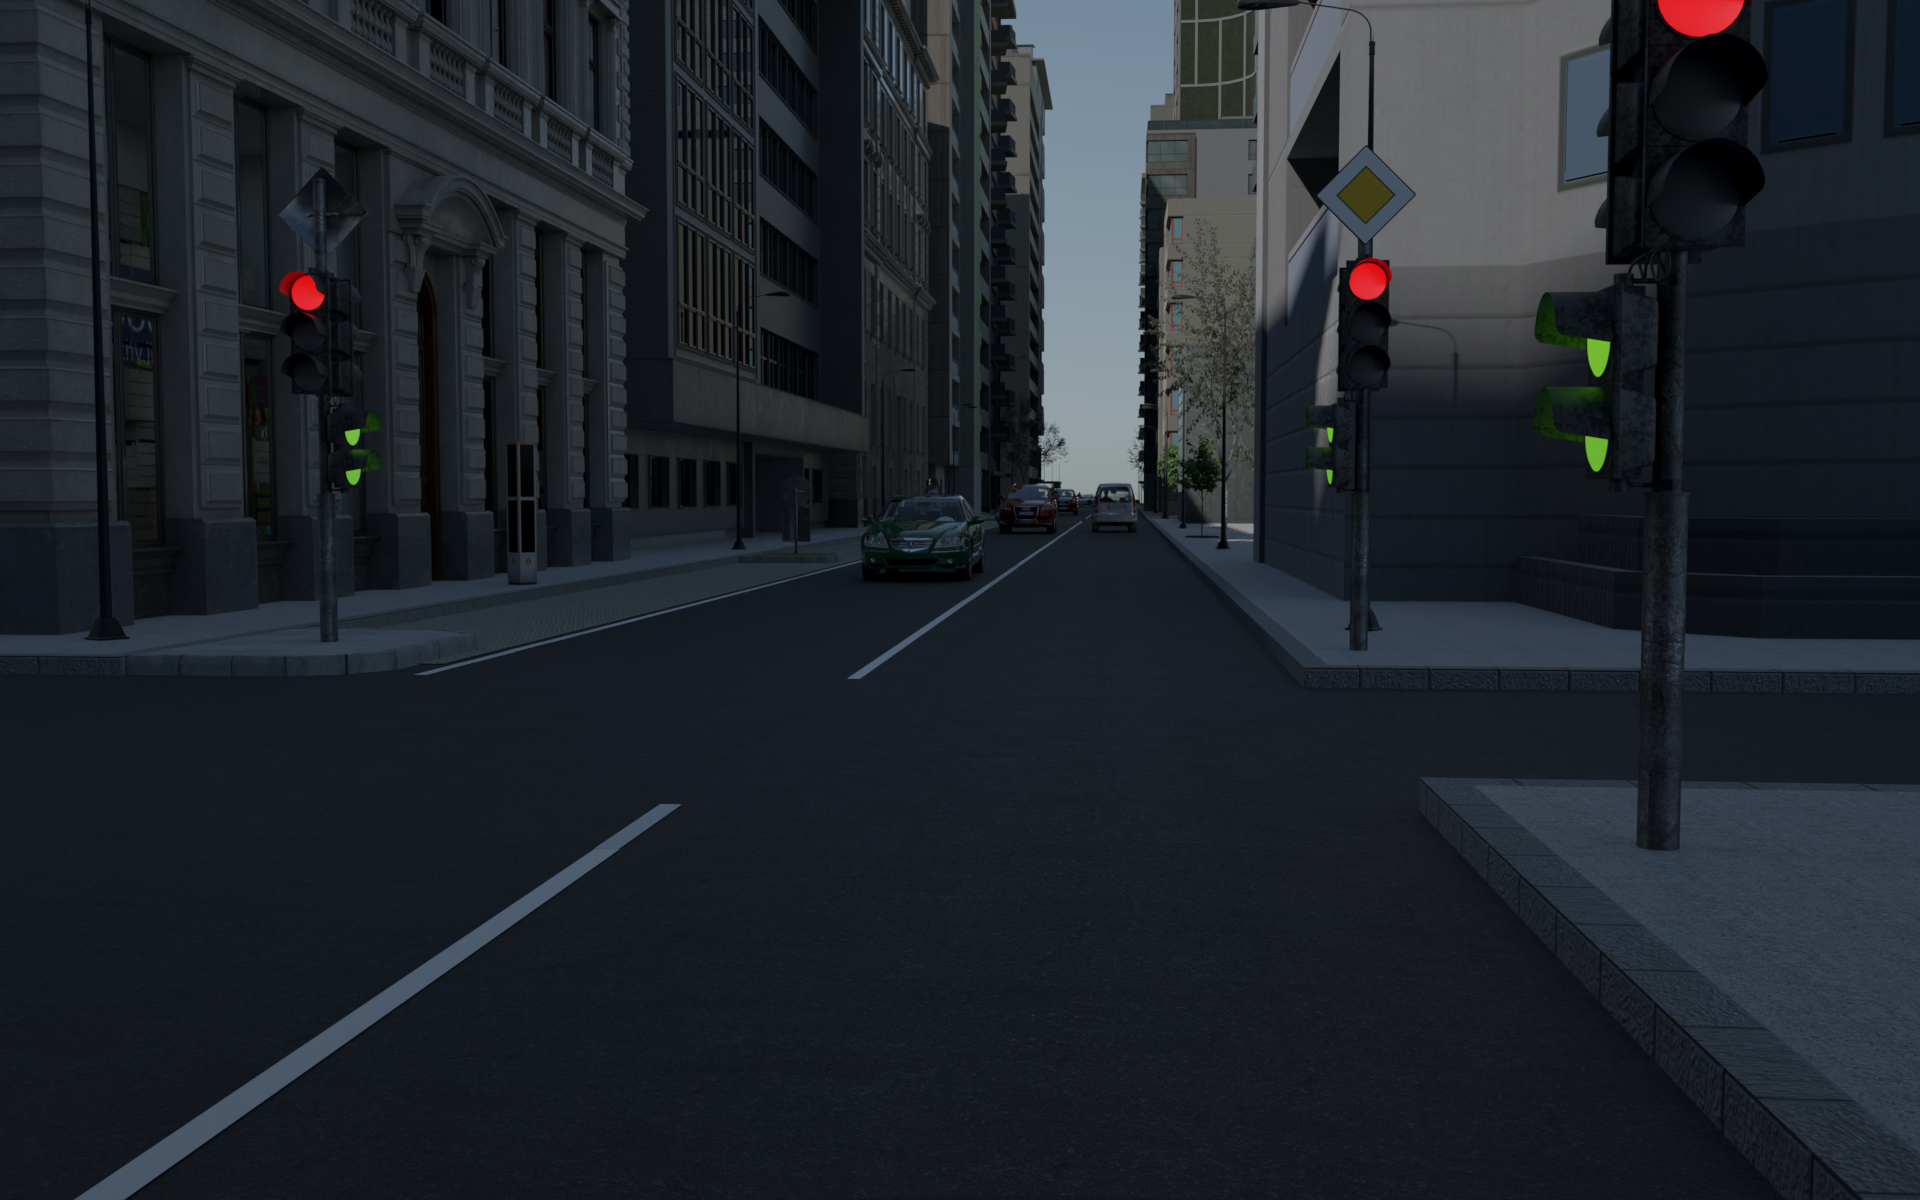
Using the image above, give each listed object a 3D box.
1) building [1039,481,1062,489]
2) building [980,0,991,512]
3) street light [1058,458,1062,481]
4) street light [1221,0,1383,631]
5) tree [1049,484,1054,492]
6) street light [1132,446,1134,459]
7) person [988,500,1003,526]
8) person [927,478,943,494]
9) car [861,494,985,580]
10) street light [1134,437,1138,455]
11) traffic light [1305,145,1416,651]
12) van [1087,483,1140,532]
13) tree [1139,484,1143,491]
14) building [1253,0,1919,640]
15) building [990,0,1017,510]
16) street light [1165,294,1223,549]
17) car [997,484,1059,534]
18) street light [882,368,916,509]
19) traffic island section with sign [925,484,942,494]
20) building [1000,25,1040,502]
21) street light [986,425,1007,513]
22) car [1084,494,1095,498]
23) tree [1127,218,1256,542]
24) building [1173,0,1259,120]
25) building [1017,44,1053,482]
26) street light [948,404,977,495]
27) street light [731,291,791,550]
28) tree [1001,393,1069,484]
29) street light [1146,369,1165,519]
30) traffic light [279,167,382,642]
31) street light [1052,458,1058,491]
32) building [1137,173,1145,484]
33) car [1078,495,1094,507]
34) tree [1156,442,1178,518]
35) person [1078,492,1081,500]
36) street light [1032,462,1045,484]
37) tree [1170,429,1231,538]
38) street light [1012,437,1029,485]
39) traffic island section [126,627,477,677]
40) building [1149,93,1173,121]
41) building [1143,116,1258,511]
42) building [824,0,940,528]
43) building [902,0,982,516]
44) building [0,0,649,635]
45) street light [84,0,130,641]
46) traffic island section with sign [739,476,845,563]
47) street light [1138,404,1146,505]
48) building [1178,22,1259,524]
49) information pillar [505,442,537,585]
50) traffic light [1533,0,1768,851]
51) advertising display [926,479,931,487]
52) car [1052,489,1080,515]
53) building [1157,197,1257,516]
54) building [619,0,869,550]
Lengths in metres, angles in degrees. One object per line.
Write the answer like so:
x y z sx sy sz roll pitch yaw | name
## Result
-2.393 -33.264 235.740 32.217 40.220 23.993 0 4 5 | building
-9.374 -30.075 115.424 21.300 48.544 21.600 0 4 5 | building
12.381 -15.283 222.418 1.470 5.913 1.316 0 4 5 | street light
3.277 -2.673 16.243 1.470 5.913 1.316 0 4 5 | street light
13.608 -15.582 249.369 1.663 3.219 1.824 0 3 0 | tree
14.994 -10.310 141.113 1.470 5.913 1.316 0 4 5 | street light
1.761 -3.949 78.559 1.012 1.151 0.738 -2 4 -27 | person
-0.543 -1.936 40.240 0.616 1.811 0.778 -3 4 -38 | person
-0.586 -1.132 30.303 2.131 1.459 4.920 0 4 5 | car
12.655 -8.814 116.650 1.470 5.913 1.316 0 4 5 | street light
3.261 -1.542 14.136 0.839 4.253 0.868 0 4 5 | traffic light
5.878 -3.618 66.160 2.013 2.044 4.112 0 4 3 | van
19.147 -11.103 176.138 1.663 3.219 1.824 0 3 0 | tree
18.951 -29.366 22.138 28.212 58.520 21.231 0 4 5 | building
-6.856 -29.732 140.746 22.147 44.769 28.867 0 4 5 | building
5.604 -4.145 40.320 1.470 5.913 1.316 0 4 5 | street light
2.567 -3.405 64.347 2.281 1.827 5.304 0 4 5 | car
-2.317 -5.604 64.164 1.470 5.913 1.316 0 4 5 | street light
-0.955 -3.375 63.804 1.989 1.847 2.006 0 4 5 | traffic island section with sign
-2.694 -34.313 184.719 21.300 48.544 21.600 0 4 5 | building
2.472 -8.812 116.621 1.470 5.913 1.316 0 4 5 | street light
16.702 -13.000 224.349 2.131 1.459 4.920 0 4 5 | car
6.959 -5.840 45.851 4.360 8.622 3.978 0 3 0 | tree
27.061 -43.667 152.208 20.563 71.187 20.611 0 4 5 | building
-3.635 -37.947 209.666 28.713 52.752 27.495 0 4 5 | building
0.222 -7.278 91.540 1.470 5.913 1.316 0 4 5 | street light
-4.572 -4.116 39.833 1.470 5.913 1.316 0 4 5 | street light
5.990 -13.736 158.989 8.767 10.594 7.601 1 4 9 | tree
7.770 -5.619 64.411 1.470 5.913 1.316 0 4 5 | street light
-5.464 -1.591 14.930 0.839 4.253 0.868 0 4 5 | traffic light
10.191 -13.810 198.329 1.470 5.913 1.316 0 4 5 | street light
34.920 -35.245 230.882 22.147 44.769 28.867 0 4 5 | building
14.294 -11.204 195.548 2.083 1.381 4.827 0 4 5 | car
12.398 -6.820 95.214 4.285 4.588 4.351 0 3 0 | tree
17.047 -14.528 246.697 0.551 1.740 0.621 -3 5 -42 | person
7.872 -12.329 174.123 1.470 5.913 1.316 0 4 5 | street light
7.149 -3.459 51.161 1.663 3.219 1.824 0 3 0 | tree
4.788 -10.285 140.698 1.470 5.913 1.316 0 4 5 | street light
-5.503 0.441 15.069 2.009 0.180 2.903 0 4 5 | traffic island section
33.019 -35.593 205.647 21.300 48.544 21.600 0 4 5 | building
21.585 -22.315 136.558 14.160 30.474 14.107 0 4 5 | building
-8.349 -17.128 77.300 12.463 27.353 25.104 0 4 5 | building
-6.346 -25.293 97.128 14.154 41.232 14.086 0 4 5 | building
-12.099 -11.974 24.652 11.050 23.489 19.941 0 4 5 | building
-6.997 -2.601 15.065 1.470 5.913 1.316 0 4 5 | street light
-3.496 -1.711 36.598 1.989 1.847 2.006 0 4 5 | traffic island section with sign
10.311 -7.293 91.784 1.470 5.913 1.316 0 4 5 | street light
20.452 -46.118 66.693 22.319 86.520 31.000 0 4 5 | building
-6.195 -1.222 24.475 0.304 2.012 0.304 3 5 41 | information pillar
2.520 -1.056 6.186 0.839 4.253 0.868 0 4 5 | traffic light
-1.374 -4.333 76.065 0.123 1.923 0.974 0 4 4 | advertising display
7.100 -6.752 119.070 2.281 1.827 5.304 0 4 4 | car
27.246 -16.496 114.750 27.650 21.520 28.899 0 4 5 | building
-11.783 -14.127 50.051 14.314 24.678 30.058 0 4 5 | building
